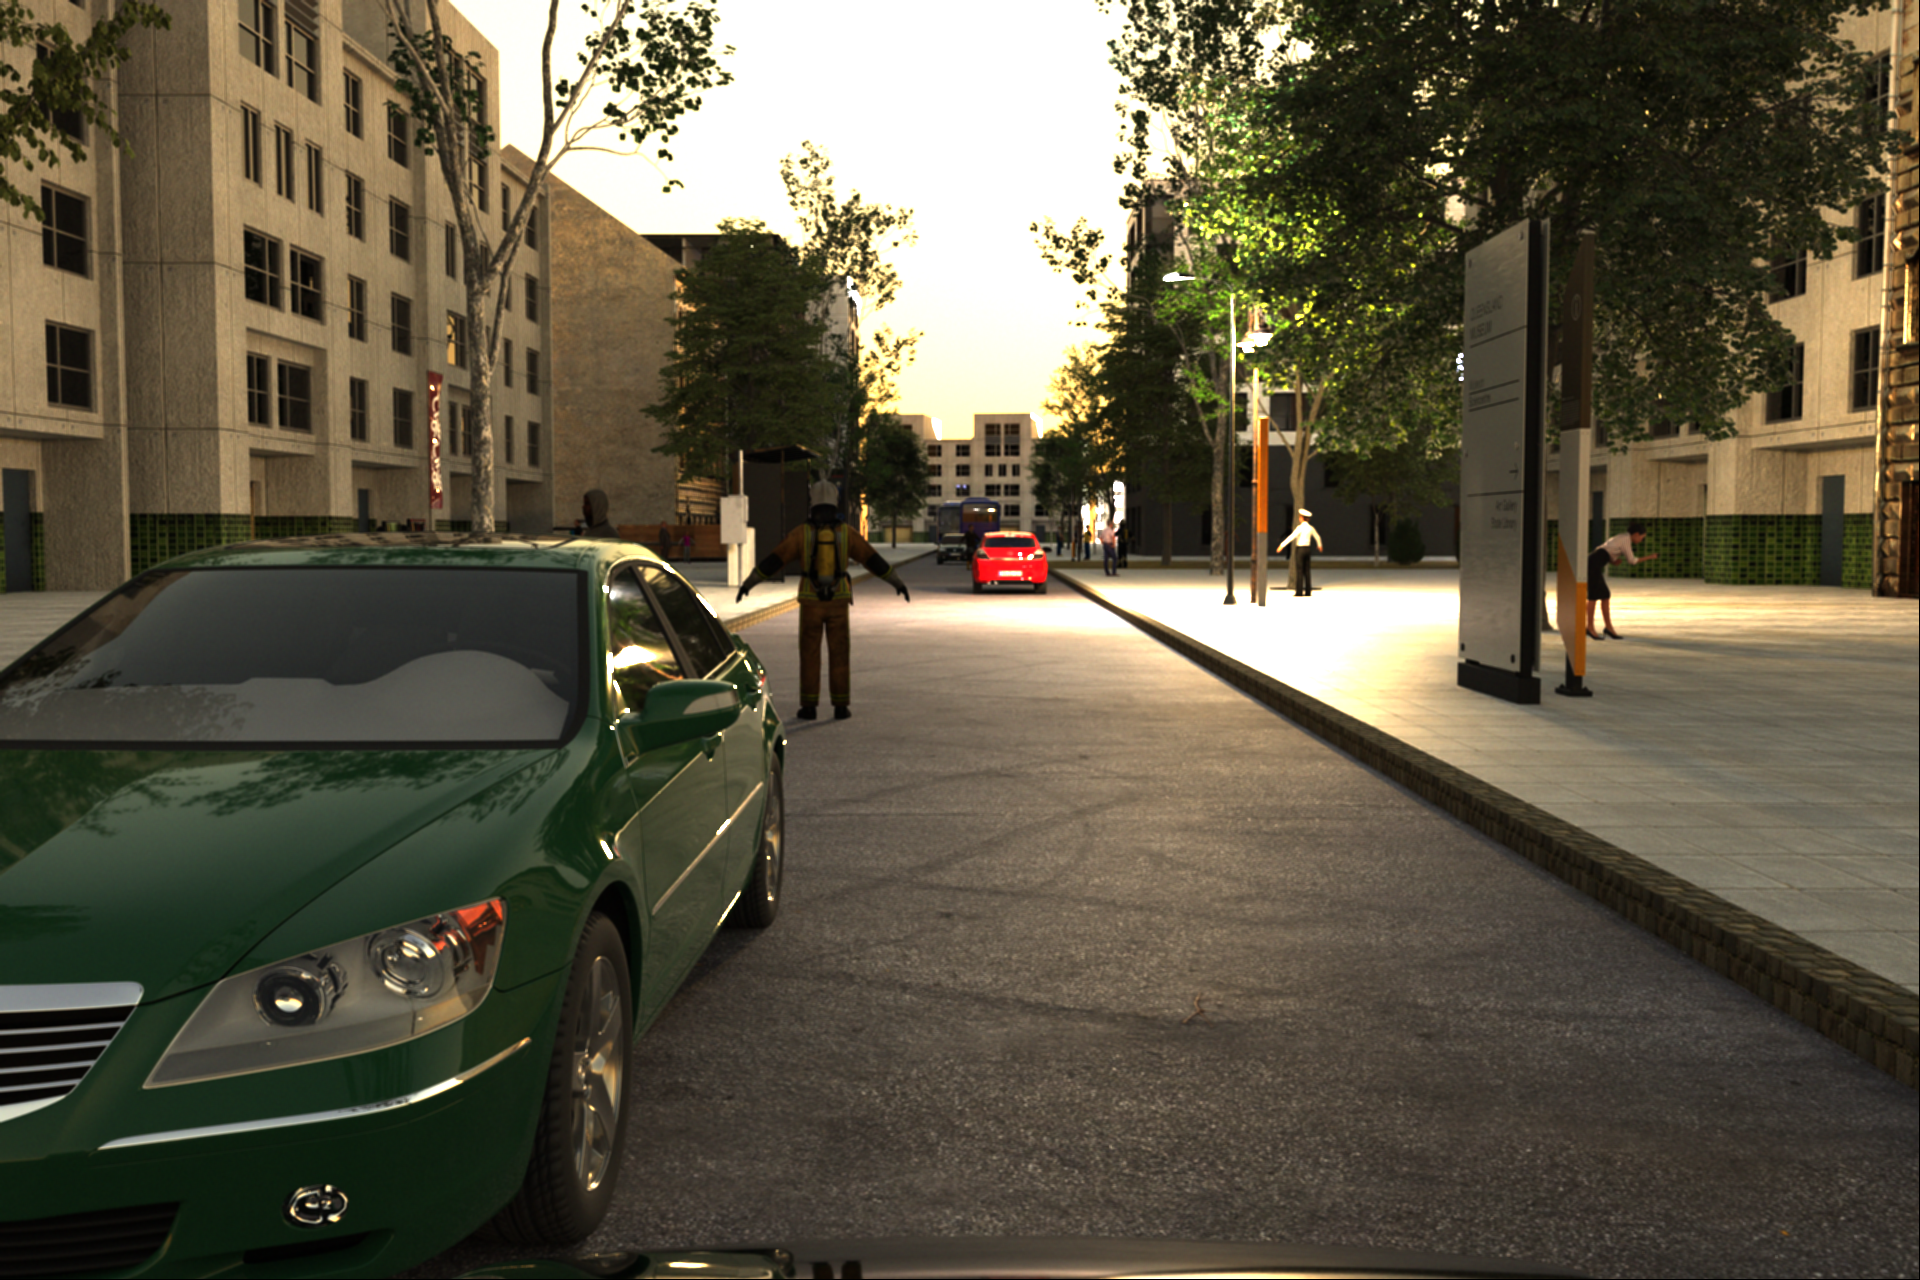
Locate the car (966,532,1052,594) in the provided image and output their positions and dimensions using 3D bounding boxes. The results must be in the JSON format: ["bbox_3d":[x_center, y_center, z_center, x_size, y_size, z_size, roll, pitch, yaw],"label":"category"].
[{"bbox_3d":[1.209,-2.061,42.739,2.155,1.783,4.494,0,4,1],"label":"car"}]

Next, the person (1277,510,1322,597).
[{"bbox_3d":[6.931,-1.759,35.219,1.216,1.778,0.721,-2,4,-34],"label":"person"}]

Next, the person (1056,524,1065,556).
[{"bbox_3d":[5.817,-5.818,100.979,0.705,1.847,1.347,-1,4,-17],"label":"person"}]

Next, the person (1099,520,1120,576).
[{"bbox_3d":[4.594,-2.811,52.941,0.436,1.711,0.756,-1,4,-23],"label":"person"}]

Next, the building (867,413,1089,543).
[{"bbox_3d":[3.080,-23.918,259.971,31.486,18.905,16.747,0,4,8],"label":"building"}]

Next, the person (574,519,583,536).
[{"bbox_3d":[-13.412,-3.330,60.669,0.705,1.803,1.348,-2,4,-33],"label":"person"}]

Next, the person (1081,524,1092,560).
[{"bbox_3d":[6.198,-4.829,85.410,0.721,1.772,1.216,-2,4,-24],"label":"person"}]

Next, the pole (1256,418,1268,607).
[{"bbox_3d":[5.314,-2.238,30.426,0.158,3.312,0.155,0,3,0],"label":"pole"}]

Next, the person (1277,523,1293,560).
[{"bbox_3d":[16.667,-4.985,87.443,1.347,1.837,0.705,-1,4,-17],"label":"person"}]

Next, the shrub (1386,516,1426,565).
[{"bbox_3d":[18.511,-4.145,71.807,1.661,2.075,1.752,0,3,0],"label":"shrub"}]

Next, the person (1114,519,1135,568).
[{"bbox_3d":[6.152,-3.671,65.800,1.354,1.856,0.705,-2,4,-31],"label":"person"}]

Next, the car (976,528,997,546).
[{"bbox_3d":[1.577,-4.036,75.575,1.945,1.707,3.694,0,4,0],"label":"car"}]

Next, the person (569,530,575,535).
[{"bbox_3d":[-20.506,-5.218,91.445,0.704,1.817,1.347,1,4,11],"label":"person"}]

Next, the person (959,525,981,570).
[{"bbox_3d":[0.460,-3.707,69.200,1.346,1.812,0.704,-2,4,-35],"label":"person"}]

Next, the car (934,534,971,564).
[{"bbox_3d":[-0.214,-4.479,83.020,2.009,1.686,4.222,0,4,1],"label":"car"}]

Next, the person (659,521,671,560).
[{"bbox_3d":[-10.686,-3.442,62.876,0.434,1.755,0.990,1,4,10],"label":"person"}]

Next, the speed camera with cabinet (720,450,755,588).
[{"bbox_3d":[-5.363,-2.899,41.741,0.660,3.252,2.038,0,4,1],"label":"speed camera with cabinet"}]

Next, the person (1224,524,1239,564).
[{"bbox_3d":[11.337,-4.067,73.298,1.217,1.733,0.721,-2,4,-27],"label":"person"}]

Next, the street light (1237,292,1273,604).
[{"bbox_3d":[5.400,-3.603,31.691,0.468,5.910,1.993,0,4,1],"label":"street light"}]

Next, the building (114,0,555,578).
[{"bbox_3d":[-25.311,-11.563,55.511,16.747,18.905,31.486,0,4,1],"label":"building"}]

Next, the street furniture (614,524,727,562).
[{"bbox_3d":[-12.352,-4.657,82.988,9.812,1.723,11.010,-1,4,-16],"label":"street furniture"}]

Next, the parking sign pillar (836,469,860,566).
[{"bbox_3d":[-4.844,-5.044,70.947,1.447,3.967,1.447,0,4,1],"label":"parking sign pillar"}]

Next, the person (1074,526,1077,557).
[{"bbox_3d":[6.511,-5.548,97.425,0.721,1.740,1.216,1,4,8],"label":"person"}]

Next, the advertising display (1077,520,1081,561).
[{"bbox_3d":[5.621,-4.684,81.790,0.123,1.923,0.974,0,4,0],"label":"advertising display"}]

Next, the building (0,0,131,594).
[{"bbox_3d":[-27.105,-9.568,22.900,16.747,18.905,31.486,0,3,0],"label":"building"}]

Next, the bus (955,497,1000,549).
[{"bbox_3d":[1.188,-7.603,115.863,2.896,3.916,12.251,0,4,-1],"label":"bus"}]

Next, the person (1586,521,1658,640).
[{"bbox_3d":[7.982,-0.725,21.083,0.799,1.438,0.628,-2,4,-31],"label":"person"}]

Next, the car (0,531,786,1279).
[{"bbox_3d":[-1.608,0.414,5.028,2.131,1.459,4.920,0,4,1],"label":"car"}]

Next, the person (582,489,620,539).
[{"bbox_3d":[-3.129,-0.383,14.845,0.705,1.813,1.348,-2,4,-35],"label":"person"}]

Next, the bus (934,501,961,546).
[{"bbox_3d":[-0.362,-8.677,133.419,2.896,3.916,12.251,0,4,1],"label":"bus"}]

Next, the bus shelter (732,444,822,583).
[{"bbox_3d":[-5.043,-3.498,48.483,1.731,3.624,6.357,0,4,2],"label":"bus shelter"}]

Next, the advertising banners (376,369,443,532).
[{"bbox_3d":[-5.645,-1.330,17.934,0.090,3.025,2.074,0,4,1],"label":"advertising banners"}]

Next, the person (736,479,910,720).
[{"bbox_3d":[-1.055,-0.320,13.452,1.354,1.858,0.705,-1,4,-8],"label":"person"}]

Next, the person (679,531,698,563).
[{"bbox_3d":[-11.915,-4.068,75.782,0.991,1.433,0.599,-3,5,-44],"label":"person"}]

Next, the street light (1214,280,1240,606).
[{"bbox_3d":[5.392,-3.569,30.899,1.470,5.913,1.316,0,4,1],"label":"street light"}]
